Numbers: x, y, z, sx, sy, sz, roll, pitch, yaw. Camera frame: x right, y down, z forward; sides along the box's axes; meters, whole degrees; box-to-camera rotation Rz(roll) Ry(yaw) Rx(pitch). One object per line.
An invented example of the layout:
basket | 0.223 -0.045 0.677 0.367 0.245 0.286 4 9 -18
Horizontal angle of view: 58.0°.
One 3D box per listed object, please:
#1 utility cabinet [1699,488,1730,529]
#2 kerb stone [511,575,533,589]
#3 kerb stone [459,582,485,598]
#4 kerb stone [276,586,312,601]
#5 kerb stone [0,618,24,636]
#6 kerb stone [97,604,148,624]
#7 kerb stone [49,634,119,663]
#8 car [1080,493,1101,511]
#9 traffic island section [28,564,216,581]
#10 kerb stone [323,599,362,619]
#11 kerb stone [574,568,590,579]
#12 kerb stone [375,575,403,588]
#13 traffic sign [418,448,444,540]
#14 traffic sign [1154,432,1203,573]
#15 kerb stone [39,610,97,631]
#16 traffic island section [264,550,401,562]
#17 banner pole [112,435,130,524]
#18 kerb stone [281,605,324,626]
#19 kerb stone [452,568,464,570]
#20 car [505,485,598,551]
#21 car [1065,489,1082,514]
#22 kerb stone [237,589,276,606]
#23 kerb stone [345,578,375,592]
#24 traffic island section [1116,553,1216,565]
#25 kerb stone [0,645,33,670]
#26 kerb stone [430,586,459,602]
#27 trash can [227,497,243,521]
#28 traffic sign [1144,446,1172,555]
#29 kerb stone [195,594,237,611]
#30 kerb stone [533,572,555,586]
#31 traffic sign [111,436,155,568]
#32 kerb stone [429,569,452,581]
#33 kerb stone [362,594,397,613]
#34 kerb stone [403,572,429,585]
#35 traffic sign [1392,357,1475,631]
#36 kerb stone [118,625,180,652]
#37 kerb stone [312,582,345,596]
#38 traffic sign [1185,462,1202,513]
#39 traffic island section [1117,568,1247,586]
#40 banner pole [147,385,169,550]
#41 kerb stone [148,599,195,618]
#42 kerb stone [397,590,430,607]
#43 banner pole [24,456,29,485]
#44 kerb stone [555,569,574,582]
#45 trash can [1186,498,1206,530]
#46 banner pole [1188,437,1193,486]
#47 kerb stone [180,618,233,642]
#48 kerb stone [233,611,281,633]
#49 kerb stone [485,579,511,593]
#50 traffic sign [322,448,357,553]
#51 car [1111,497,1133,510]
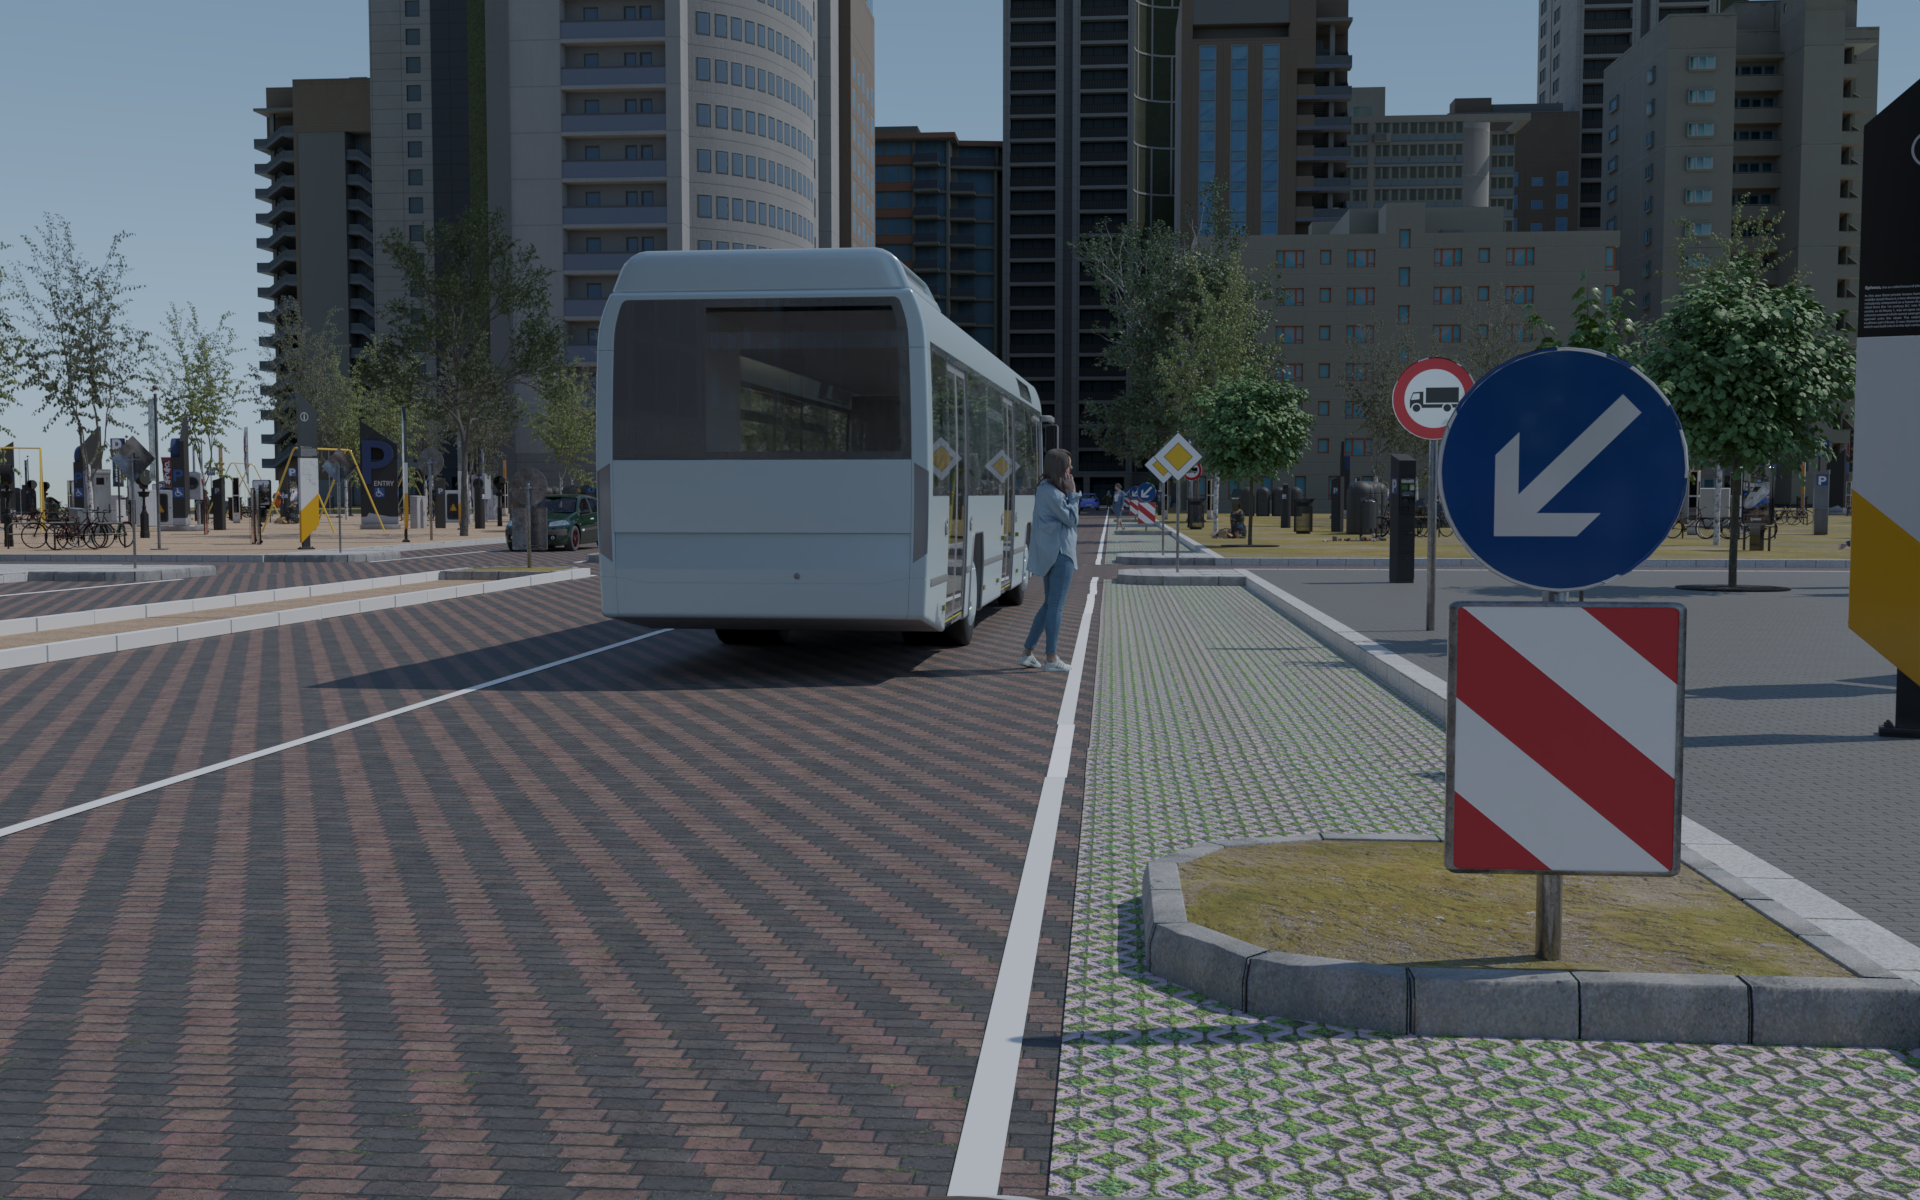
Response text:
utility cabinet | 27.646 -3.356 63.556 1.173 1.500 0.318 3 5 42
kerb stone | -6.783 -0.256 26.434 0.120 0.150 1.000 0 4 5
kerb stone | -6.957 -0.133 24.388 0.120 0.150 1.000 0 4 5
kerb stone | -9.137 -0.083 23.554 0.120 0.150 1.000 0 4 5
kerb stone | -9.670 0.291 17.437 0.120 0.150 1.000 0 4 5
kerb stone | -9.499 0.166 19.482 0.120 0.150 1.000 0 4 5
kerb stone | -7.755 0.428 15.205 0.120 0.150 1.000 0 4 5
car | 11.346 -8.699 151.812 1.945 1.707 3.694 0 4 7
traffic island section | -14.249 -0.464 29.872 2.009 0.180 2.903 0 4 5
kerb stone | -7.316 0.115 20.309 0.120 0.150 1.000 0 4 5
kerb stone | -6.508 -0.447 29.503 0.120 0.150 1.000 0 4 5
kerb stone | -8.871 -0.268 26.624 0.120 0.150 1.000 0 4 5
traffic sign | -14.672 -2.929 47.999 0.768 2.556 0.104 1 4 9
traffic sign | 3.550 -1.504 28.239 0.795 2.450 0.064 0 4 5
kerb stone | -9.579 0.231 18.464 0.120 0.150 1.000 0 4 5
traffic island section | -13.553 -0.951 37.827 2.009 0.180 2.903 0 4 5
banner pole | -35.535 -5.103 73.456 0.401 3.779 0.863 3 5 41
kerb stone | -7.396 0.179 19.290 0.120 0.150 1.000 0 4 5
kerb stone | -8.600 -0.458 29.688 0.120 0.150 1.000 0 4 5
car | -10.366 -2.141 44.792 2.009 1.686 4.222 0 4 6
car | 7.629 -7.081 124.451 2.281 1.827 5.304 0 4 3
kerb stone | -9.228 -0.020 22.536 0.120 0.150 1.000 0 4 5
kerb stone | -8.955 -0.205 25.599 0.120 0.150 1.000 0 4 5
traffic island section | 4.270 -0.856 36.269 2.009 0.180 2.903 0 4 5
kerb stone | -7.845 0.490 14.187 0.120 0.150 1.000 0 4 5
kerb stone | -7.048 -0.072 23.370 0.120 0.150 1.000 0 4 5
trash can | -34.627 -4.348 82.737 0.748 1.137 0.748 0 3 0
traffic sign | 4.246 -1.991 36.194 0.795 2.450 0.064 0 4 5
kerb stone | -9.319 0.048 21.519 0.120 0.150 1.000 0 4 5
kerb stone | -6.687 -0.322 27.456 0.120 0.150 1.000 0 4 5
traffic sign | -14.225 -1.600 29.808 0.795 2.450 0.064 0 4 5
kerb stone | -8.693 -0.396 28.670 0.120 0.150 1.000 0 4 5
kerb stone | -7.228 0.053 21.332 0.120 0.150 1.000 0 4 5
kerb stone | -8.778 -0.331 27.648 0.120 0.150 1.000 0 4 5
traffic sign | 4.423 -0.985 16.207 0.768 2.556 0.104 1 4 12
kerb stone | -7.666 0.366 16.232 0.120 0.150 1.000 0 4 5
kerb stone | -9.037 -0.141 24.575 0.120 0.150 1.000 0 4 5
traffic sign | 8.648 -3.949 64.679 0.768 2.556 0.104 1 4 12
traffic island section | 3.574 -0.369 28.314 2.009 0.180 2.903 0 4 5
banner pole | -18.600 -3.056 39.986 0.401 3.779 0.863 -3 5 -39
kerb stone | -9.403 0.106 20.500 0.120 0.150 1.000 0 4 5
kerb stone | -7.133 -0.010 22.352 0.120 0.150 1.000 0 4 5
banner pole | -60.475 -7.478 112.284 0.401 3.779 0.863 -1 4 -9
kerb stone | -6.605 -0.381 28.486 0.120 0.150 1.000 0 4 5
trash can | 8.550 -3.127 62.773 0.748 1.137 0.748 0 3 0
banner pole | 9.116 -4.797 68.447 0.401 3.779 0.863 1 4 21
kerb stone | -7.576 0.308 17.251 0.120 0.150 1.000 0 4 5
kerb stone | -7.487 0.246 18.273 0.120 0.150 1.000 0 4 5
kerb stone | -6.858 -0.192 25.406 0.120 0.150 1.000 0 4 5
traffic sign | -13.529 -2.087 37.763 0.795 2.450 0.064 0 4 5
car | 14.205 -8.515 151.806 1.945 1.354 3.894 0 4 5
